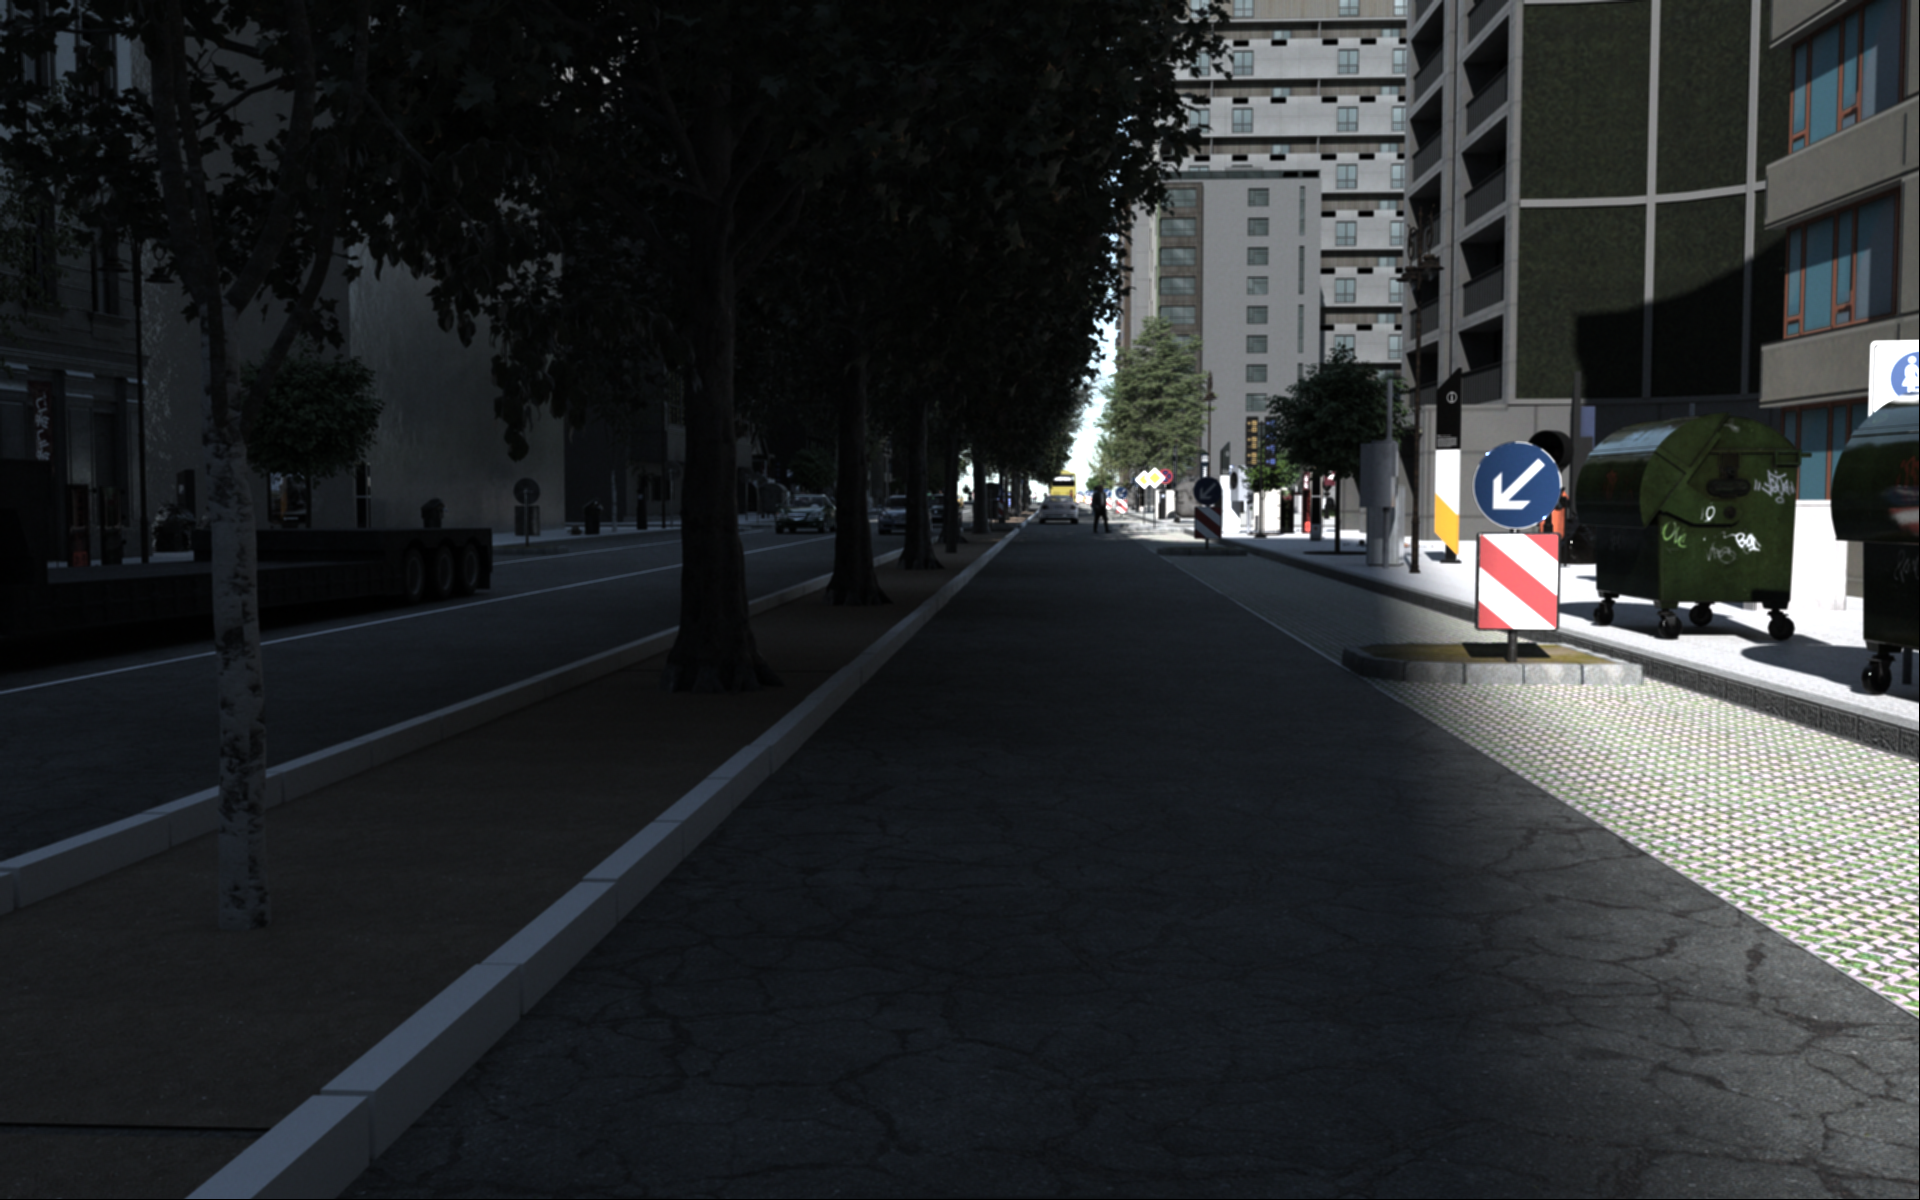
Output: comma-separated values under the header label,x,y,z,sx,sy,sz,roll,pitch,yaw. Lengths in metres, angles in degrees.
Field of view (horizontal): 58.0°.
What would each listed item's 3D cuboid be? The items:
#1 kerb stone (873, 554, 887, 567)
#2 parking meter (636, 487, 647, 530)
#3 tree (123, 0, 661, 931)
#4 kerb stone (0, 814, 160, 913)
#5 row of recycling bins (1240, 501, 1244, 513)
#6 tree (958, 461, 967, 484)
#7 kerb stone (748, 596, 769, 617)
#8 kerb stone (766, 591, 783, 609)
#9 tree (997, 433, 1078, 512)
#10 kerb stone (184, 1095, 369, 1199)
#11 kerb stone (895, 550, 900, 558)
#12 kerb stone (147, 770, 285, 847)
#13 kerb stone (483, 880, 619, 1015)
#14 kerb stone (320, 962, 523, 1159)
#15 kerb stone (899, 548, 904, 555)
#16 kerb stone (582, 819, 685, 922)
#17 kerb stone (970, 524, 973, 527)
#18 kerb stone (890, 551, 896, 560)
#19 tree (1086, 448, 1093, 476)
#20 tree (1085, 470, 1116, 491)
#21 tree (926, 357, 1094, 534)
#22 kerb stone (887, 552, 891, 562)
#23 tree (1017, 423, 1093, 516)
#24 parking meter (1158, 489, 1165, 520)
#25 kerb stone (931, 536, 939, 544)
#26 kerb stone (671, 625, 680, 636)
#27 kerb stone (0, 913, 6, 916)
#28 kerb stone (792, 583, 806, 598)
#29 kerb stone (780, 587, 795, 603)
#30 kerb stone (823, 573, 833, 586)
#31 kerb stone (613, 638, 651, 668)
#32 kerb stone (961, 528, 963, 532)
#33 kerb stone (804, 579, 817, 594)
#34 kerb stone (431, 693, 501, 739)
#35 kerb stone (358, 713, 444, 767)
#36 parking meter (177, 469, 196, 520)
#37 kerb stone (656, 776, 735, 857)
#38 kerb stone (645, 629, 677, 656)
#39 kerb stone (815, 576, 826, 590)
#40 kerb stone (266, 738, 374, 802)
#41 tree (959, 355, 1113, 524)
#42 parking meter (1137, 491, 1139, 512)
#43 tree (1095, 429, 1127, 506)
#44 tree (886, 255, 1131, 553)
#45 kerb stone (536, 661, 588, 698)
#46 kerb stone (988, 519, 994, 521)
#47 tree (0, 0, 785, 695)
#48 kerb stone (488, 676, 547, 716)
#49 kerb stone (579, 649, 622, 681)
label,x,y,z,sx,sy,sz,roll,pitch,yaw
kerb stone,-1.641,-0.790,35.106,0.120,0.150,1.000,0,4,3
parking meter,-11.469,-3.304,62.439,0.372,1.533,0.369,0,3,0
tree,-2.360,-3.205,5.222,4.360,8.622,3.978,0,3,0
kerb stone,-3.260,0.963,6.451,0.120,0.150,1.000,0,4,3
row of recycling bins,17.882,-6.794,118.201,1.069,1.692,3.534,-3,5,-44
tree,-0.856,-19.062,262.024,4.737,8.622,4.395,0,3,0
kerb stone,-2.460,0.086,20.783,0.120,0.150,1.000,0,4,3
kerb stone,-2.400,0.024,21.804,0.120,0.150,1.000,0,4,3
tree,5.343,-13.140,135.431,7.486,12.596,7.792,0,3,0
kerb stone,-1.348,1.162,3.197,0.120,0.150,1.000,0,4,3
kerb stone,-1.480,-0.978,38.178,0.120,0.150,1.000,0,4,3
kerb stone,-3.211,0.900,7.479,0.120,0.150,1.000,0,4,3
kerb stone,-1.230,1.043,5.260,0.120,0.150,1.000,0,4,3
kerb stone,-1.289,1.099,4.228,0.120,0.150,1.000,0,4,3
kerb stone,-1.422,-1.040,39.203,0.120,0.150,1.000,0,4,3
kerb stone,-1.174,0.973,6.281,0.120,0.150,1.000,0,4,3
kerb stone,0.640,-3.262,75.544,0.120,0.150,1.000,0,4,3
kerb stone,-1.532,-0.915,37.152,0.120,0.150,1.000,0,4,3
tree,14.589,-12.735,158.575,4.737,8.622,4.395,0,3,0
tree,20.885,-17.061,262.656,4.285,4.588,4.351,0,3,0
tree,0.766,-9.327,61.601,9.857,13.997,8.962,0,3,0
kerb stone,-1.592,-0.852,36.127,0.120,0.150,1.000,0,4,3
tree,3.688,-11.402,114.634,9.928,11.665,9.643,0,3,0
parking meter,10.207,-4.830,87.384,0.372,1.533,0.369,0,3,0
kerb stone,-0.727,-1.792,51.499,0.120,0.150,1.000,0,4,3
kerb stone,-2.692,0.338,16.676,0.120,0.150,1.000,0,4,3
kerb stone,-3.322,1.035,5.420,0.120,0.150,1.000,0,4,3
kerb stone,-2.287,-0.101,23.850,0.120,0.150,1.000,0,4,3
kerb stone,-2.343,-0.039,22.828,0.120,0.150,1.000,0,4,3
kerb stone,-2.120,-0.287,26.913,0.120,0.150,1.000,0,4,3
kerb stone,-2.804,0.463,14.625,0.120,0.150,1.000,0,4,3
kerb stone,0.033,-2.604,64.808,0.120,0.150,1.000,0,4,3
kerb stone,-2.223,-0.164,24.870,0.120,0.150,1.000,0,4,3
kerb stone,-3.028,0.714,10.542,0.120,0.150,1.000,0,4,3
kerb stone,-3.090,0.776,9.521,0.120,0.150,1.000,0,4,3
parking meter,-18.409,-2.171,41.215,0.399,1.863,0.255,2,4,32
kerb stone,-1.115,0.911,7.305,0.120,0.150,1.000,0,4,3
kerb stone,-2.750,0.400,15.648,0.120,0.150,1.000,0,4,3
kerb stone,-2.171,-0.226,25.892,0.120,0.150,1.000,0,4,3
kerb stone,-3.148,0.838,8.499,0.120,0.150,1.000,0,4,3
tree,2.500,-11.073,93.870,12.009,13.543,11.850,0,3,0
parking meter,13.120,-7.252,126.979,0.372,1.533,0.369,0,3,0
tree,16.134,-14.086,180.665,4.360,8.622,3.978,0,3,0
tree,-0.257,-6.382,41.223,8.767,10.594,7.601,0,4,3
kerb stone,-2.917,0.588,12.583,0.120,0.150,1.000,0,4,3
kerb stone,1.793,-4.514,95.999,0.120,0.150,1.000,0,4,3
tree,-1.820,-5.678,12.304,9.611,12.733,9.660,0,3,0
kerb stone,-2.979,0.654,11.563,0.120,0.150,1.000,0,4,3
kerb stone,-2.862,0.525,13.604,0.120,0.150,1.000,0,4,3
